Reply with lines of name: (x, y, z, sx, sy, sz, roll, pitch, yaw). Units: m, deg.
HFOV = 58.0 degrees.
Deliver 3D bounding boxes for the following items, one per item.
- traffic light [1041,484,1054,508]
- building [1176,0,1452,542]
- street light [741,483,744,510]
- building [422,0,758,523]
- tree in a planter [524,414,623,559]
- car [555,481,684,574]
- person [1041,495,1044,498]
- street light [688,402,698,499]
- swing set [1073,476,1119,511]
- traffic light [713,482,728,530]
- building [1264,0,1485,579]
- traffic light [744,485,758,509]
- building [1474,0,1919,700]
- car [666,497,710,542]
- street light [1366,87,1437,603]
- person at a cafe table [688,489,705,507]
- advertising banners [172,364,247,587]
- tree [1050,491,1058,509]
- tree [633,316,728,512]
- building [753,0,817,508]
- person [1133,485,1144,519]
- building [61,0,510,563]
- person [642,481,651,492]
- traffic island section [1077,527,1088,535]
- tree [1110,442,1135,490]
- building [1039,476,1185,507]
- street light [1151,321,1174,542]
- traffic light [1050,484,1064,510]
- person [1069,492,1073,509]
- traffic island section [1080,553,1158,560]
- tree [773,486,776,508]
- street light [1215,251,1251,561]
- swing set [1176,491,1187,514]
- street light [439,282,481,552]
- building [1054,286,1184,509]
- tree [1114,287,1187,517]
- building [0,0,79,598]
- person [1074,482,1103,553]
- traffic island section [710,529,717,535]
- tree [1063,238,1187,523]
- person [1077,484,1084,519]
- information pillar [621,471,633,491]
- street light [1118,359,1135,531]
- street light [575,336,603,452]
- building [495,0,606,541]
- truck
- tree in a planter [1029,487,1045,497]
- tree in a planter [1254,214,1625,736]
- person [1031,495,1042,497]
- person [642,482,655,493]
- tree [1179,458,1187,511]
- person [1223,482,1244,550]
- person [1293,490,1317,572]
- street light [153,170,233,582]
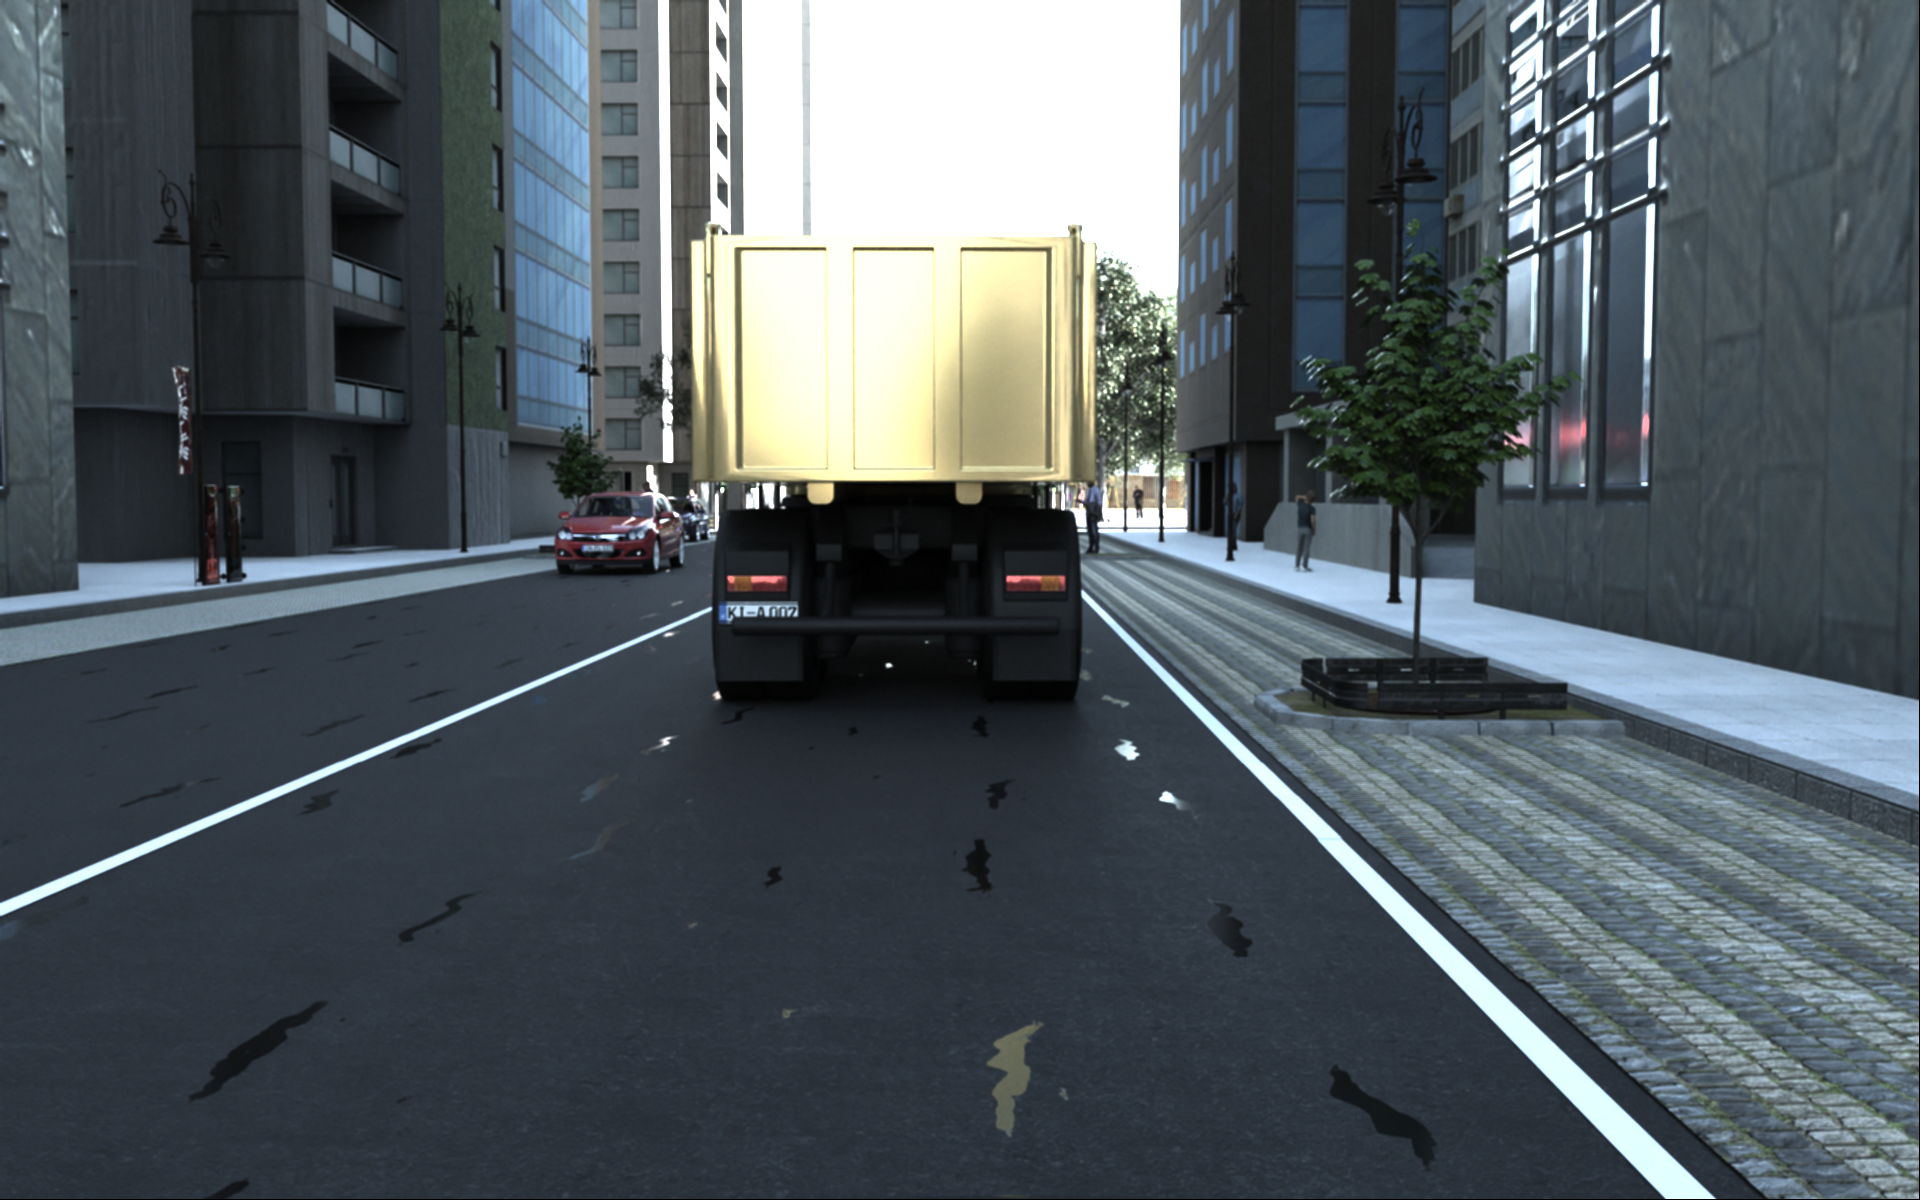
traffic light: (3.657, -4.888, 68.834, 0.839, 4.253, 0.868, 0, 4, 1)
building: (14.283, -24.556, 51.603, 14.600, 45.320, 14.200, 0, 4, 1)
street light: (-10.392, -6.718, 82.624, 0.468, 5.910, 1.993, 0, 4, 1)
building: (-18.481, -24.869, 90.199, 14.154, 41.232, 14.086, 0, 4, 1)
tree in a planter: (-8.609, -2.556, 39.020, 1.991, 3.239, 1.994, 0, 4, 1)
car: (-6.345, -1.437, 32.541, 2.155, 1.783, 4.494, 0, 4, 0)
person: (7.432, -9.779, 166.640, 1.217, 1.736, 0.721, 0, 4, 2)
street light: (-10.519, -5.900, 69.245, 0.468, 5.910, 1.993, 0, 4, 1)
swing set: (10.807, -8.492, 136.458, 3.119, 2.851, 2.862, -1, 4, -16)
traffic light: (-8.607, -4.408, 60.991, 0.839, 4.253, 0.868, 0, 4, 1)
building: (23.088, -20.800, 31.962, 32.217, 40.220, 23.993, 0, 4, 1)
traffic light: (-8.503, -4.896, 68.975, 0.839, 4.253, 0.868, 0, 4, 1)
building: (17.047, -42.177, 2.272, 22.319, 86.520, 31.000, 0, 4, 1)
car: (-8.635, -2.441, 52.495, 1.945, 1.354, 3.894, 0, 4, -1)
street light: (5.126, -2.904, 20.268, 0.468, 5.910, 1.993, 0, 4, 1)
person at a cafe table: (-13.024, -4.542, 82.769, 1.698, 1.524, 1.622, 1, 4, 22)
advertising banners: (-10.585, -1.727, 24.425, 0.090, 3.025, 2.074, 0, 4, 1)
tree: (7.929, -10.170, 149.998, 4.285, 4.588, 4.351, 0, 3, 0)
tree: (-10.585, -8.714, 76.887, 8.767, 10.594, 7.601, 0, 4, 4)
building: (-21.939, -35.502, 122.457, 21.231, 58.520, 28.212, 0, 4, 1)
person: (9.306, -5.118, 90.406, 0.565, 1.739, 0.600, 0, 4, 4)
building: (-18.796, -21.615, 36.996, 14.154, 41.232, 14.086, 0, 4, 1)
person: (-13.319, -4.192, 74.447, 0.709, 1.838, 0.599, 2, 4, 35)
traffic island section: (3.594, -2.366, 60.963, 2.009, 0.180, 2.903, 0, 4, 1)
tree: (11.179, -10.318, 119.061, 4.360, 8.622, 3.978, 0, 3, 0)
building: (16.727, -19.209, 180.526, 16.747, 18.905, 31.486, 0, 4, 1)
street light: (5.413, -4.500, 46.369, 0.468, 5.910, 1.993, 0, 4, 1)
traffic light: (3.554, -4.399, 60.850, 0.839, 4.253, 0.868, 0, 4, 1)
person: (8.802, -7.950, 139.260, 0.726, 1.435, 0.776, 0, 4, 1)
traffic island section: (3.297, -0.952, 38.432, 1.991, 0.108, 1.994, 0, 4, 1)
tree: (-10.824, -11.292, 102.753, 7.486, 12.596, 7.792, 0, 3, 0)
street light: (5.199, -3.692, 33.157, 0.468, 5.910, 1.993, 0, 4, 1)
swing set: (15.618, -6.954, 111.312, 2.862, 2.851, 3.119, 0, 4, -5)
street light: (-10.939, -3.990, 38.028, 0.468, 5.910, 1.993, 0, 4, 1)
building: (15.868, -18.477, 158.521, 16.016, 20.091, 11.380, 0, 4, 1)
tree: (10.819, -10.848, 95.495, 7.486, 12.596, 7.792, 0, 3, 0)
building: (-21.136, -42.354, 5.155, 22.319, 86.520, 31.000, 0, 4, 1)
person: (2.934, -1.928, 39.888, 0.599, 1.838, 0.709, -2, 4, -27)
traffic island section: (-8.646, -2.376, 61.126, 2.009, 0.180, 2.903, 0, 4, 1)
tree: (6.474, -9.835, 77.816, 9.611, 12.733, 9.660, 0, 3, 0)
person: (6.087, -4.999, 87.912, 0.434, 1.807, 0.598, 2, 4, 35)
information pillar: (-10.592, -3.093, 55.064, 0.304, 2.012, 0.304, -2, 4, -27)
street light: (5.672, -5.289, 59.257, 0.468, 5.910, 1.993, 0, 4, 1)
street light: (-10.881, -4.779, 50.918, 0.468, 5.910, 1.993, 0, 4, 1)
building: (-19.053, -24.456, 49.964, 14.200, 45.320, 14.600, 0, 4, 1)
truck: (-0.485, -1.206, 15.646, 3.469, 3.379, 9.791, 0, 4, -1)
tree in a planter: (4.010, -5.889, 93.515, 1.991, 3.239, 1.994, 0, 4, 1)
tree in a planter: (2.952, -0.849, 11.102, 1.991, 3.239, 1.994, 0, 4, 1)
person: (7.151, -9.474, 161.456, 1.217, 1.766, 0.721, -1, 4, -19)
person: (-8.104, -2.175, 44.747, 0.600, 1.739, 0.565, -2, 4, -35)
tree: (17.598, -11.164, 132.887, 4.737, 8.622, 4.395, 0, 3, 0)
person: (6.210, -1.901, 39.330, 0.429, 1.552, 0.499, 0, 4, -6)
person: (5.718, -1.149, 28.734, 0.435, 1.345, 0.340, 2, 4, 29)
street light: (-11.070, -3.202, 25.139, 0.468, 5.910, 1.993, 0, 4, 1)
